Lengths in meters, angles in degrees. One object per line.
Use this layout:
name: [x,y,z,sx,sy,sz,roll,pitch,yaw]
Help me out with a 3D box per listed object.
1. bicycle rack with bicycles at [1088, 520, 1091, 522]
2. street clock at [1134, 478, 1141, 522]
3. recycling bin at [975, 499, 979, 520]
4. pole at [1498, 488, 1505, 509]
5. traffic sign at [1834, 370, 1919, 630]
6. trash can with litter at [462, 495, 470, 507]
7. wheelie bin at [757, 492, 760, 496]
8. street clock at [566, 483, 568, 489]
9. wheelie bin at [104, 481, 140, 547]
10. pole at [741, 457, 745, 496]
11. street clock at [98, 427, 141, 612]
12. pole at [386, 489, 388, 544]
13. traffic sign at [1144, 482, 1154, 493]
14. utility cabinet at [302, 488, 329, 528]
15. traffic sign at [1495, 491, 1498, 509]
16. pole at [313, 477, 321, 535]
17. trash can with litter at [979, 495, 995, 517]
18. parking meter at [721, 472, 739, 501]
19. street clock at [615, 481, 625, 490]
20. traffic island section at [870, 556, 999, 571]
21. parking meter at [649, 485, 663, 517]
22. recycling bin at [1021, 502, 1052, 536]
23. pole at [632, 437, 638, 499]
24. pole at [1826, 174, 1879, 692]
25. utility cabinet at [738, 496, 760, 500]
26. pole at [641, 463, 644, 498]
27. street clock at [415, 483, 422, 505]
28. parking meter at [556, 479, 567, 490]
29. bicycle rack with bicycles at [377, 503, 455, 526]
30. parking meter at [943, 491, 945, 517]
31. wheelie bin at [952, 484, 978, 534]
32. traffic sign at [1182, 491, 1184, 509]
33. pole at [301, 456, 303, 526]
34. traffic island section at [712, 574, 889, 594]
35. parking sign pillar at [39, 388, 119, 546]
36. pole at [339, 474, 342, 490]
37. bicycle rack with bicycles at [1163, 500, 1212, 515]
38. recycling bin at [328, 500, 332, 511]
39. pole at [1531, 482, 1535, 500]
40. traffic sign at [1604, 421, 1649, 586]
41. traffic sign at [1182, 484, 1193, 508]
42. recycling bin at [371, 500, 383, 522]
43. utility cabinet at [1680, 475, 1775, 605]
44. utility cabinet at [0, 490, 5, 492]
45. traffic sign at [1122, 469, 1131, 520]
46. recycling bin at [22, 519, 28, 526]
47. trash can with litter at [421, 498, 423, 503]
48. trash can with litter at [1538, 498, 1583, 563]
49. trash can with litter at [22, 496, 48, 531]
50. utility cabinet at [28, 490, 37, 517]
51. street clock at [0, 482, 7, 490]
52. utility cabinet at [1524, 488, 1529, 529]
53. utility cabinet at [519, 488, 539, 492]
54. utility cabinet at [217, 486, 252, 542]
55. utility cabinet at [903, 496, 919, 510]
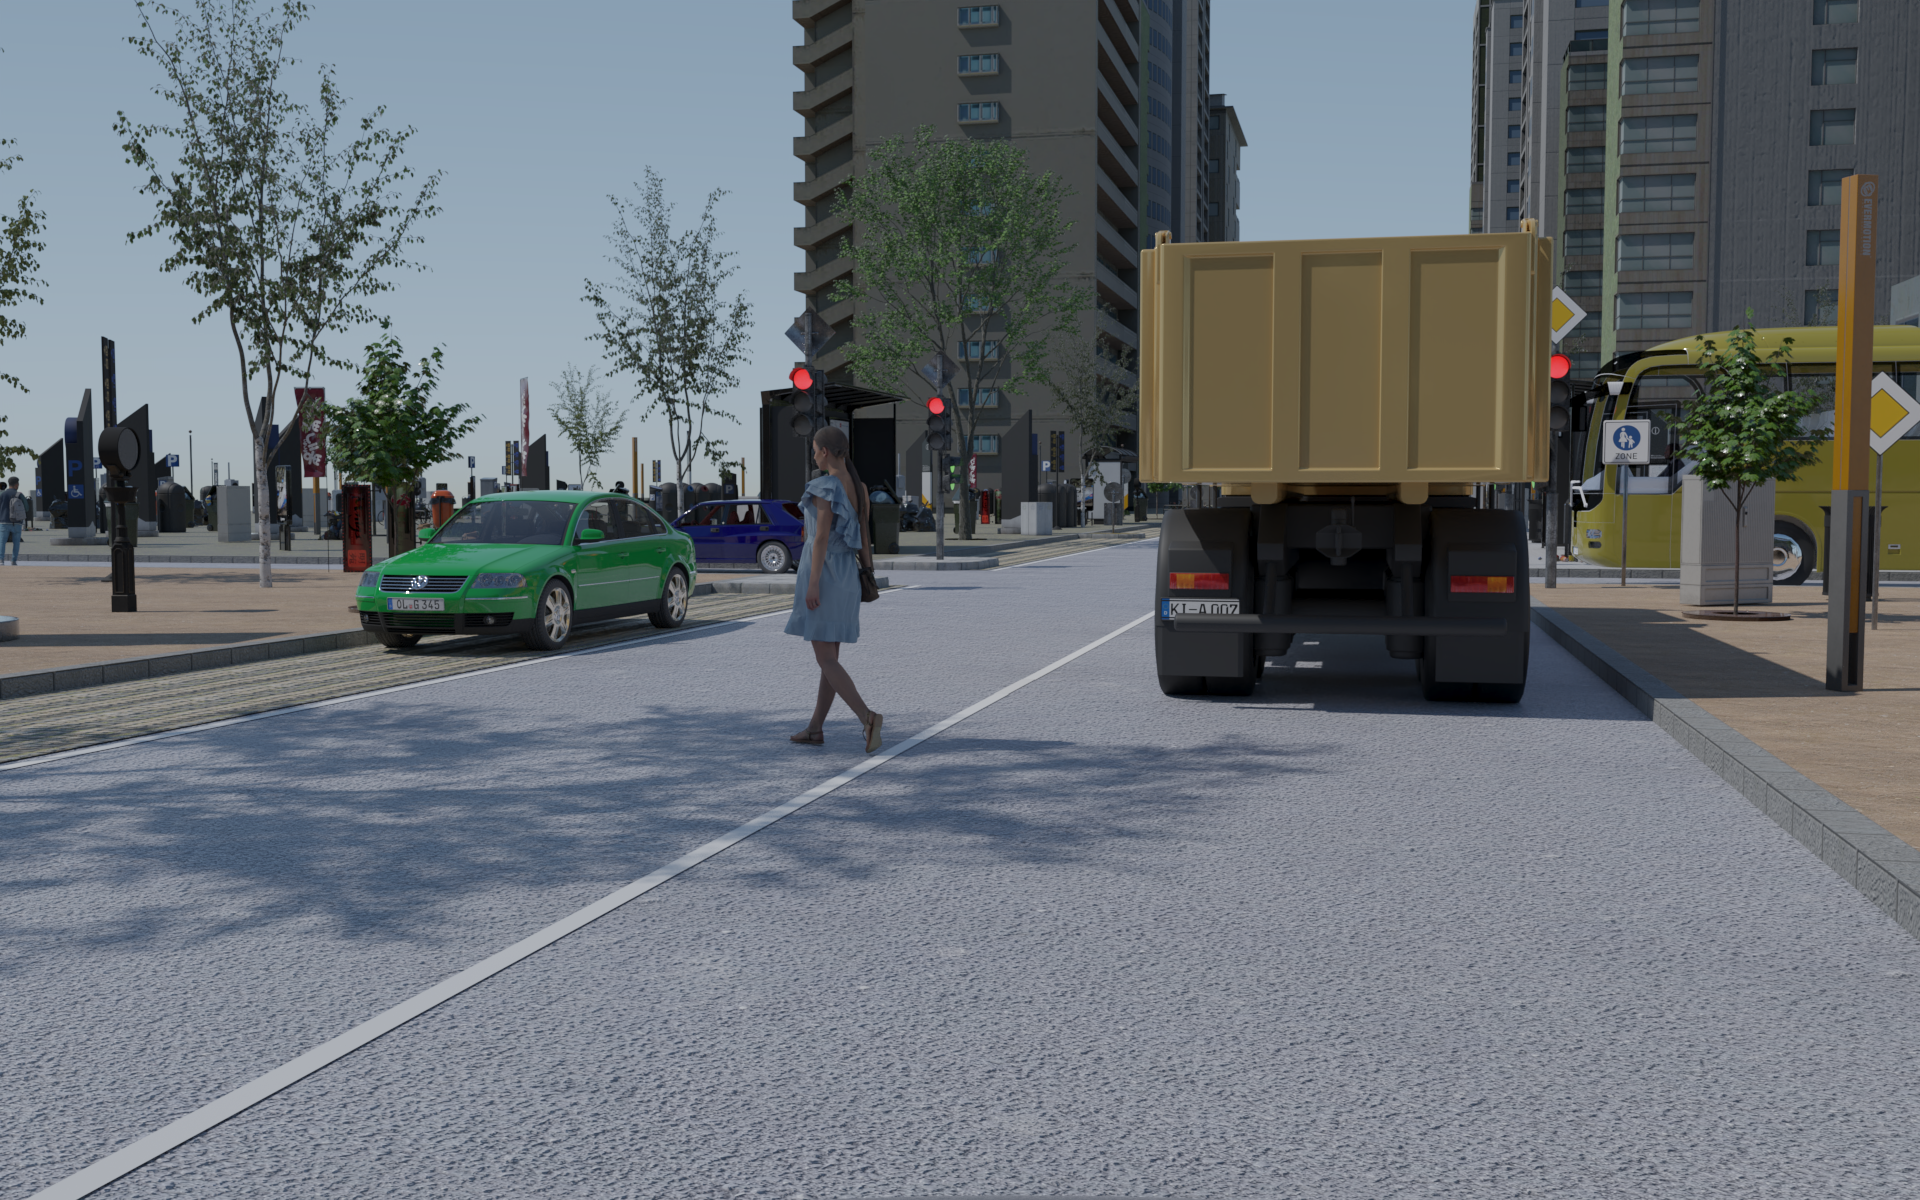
bicycle rack with bicycles: [4.700,-4.012,78.981,2.925,0.926,2.852,-1,4,-17]
street clock: [8.086,-4.548,78.923,0.358,2.002,0.471,1,4,21]
recycling bin: [0.475,-4.529,86.607,0.722,1.027,0.722,-2,4,-27]
pole: [13.988,-3.110,44.690,0.158,3.312,0.155,0,3,0]
traffic sign: [8.629,-0.923,16.280,0.795,2.450,0.064,1,4,21]
trash can with litter: [-24.732,-4.722,88.266,2.233,1.210,1.678,0,4,-6]
wheelie bin: [-7.438,-3.587,66.559,0.693,1.594,0.980,-2,4,-30]
street clock: [-24.662,-6.315,107.824,0.358,2.002,0.471,3,4,37]
wheelie bin: [-20.245,-2.077,41.873,0.693,1.594,0.980,-3,5,-43]
pole: [-12.038,-6.260,96.187,0.158,3.312,0.155,0,3,0]
street clock: [-9.100,-0.870,18.800,0.358,2.002,0.471,0,4,4]
pole: [-14.758,-3.118,44.825,0.158,3.312,0.155,0,3,0]
traffic sign: [8.840,-5.057,82.688,0.884,2.594,0.081,1,4,22]
utility cabinet: [-24.394,-3.455,65.167,0.318,1.500,1.173,3,5,40]
traffic sign: [12.402,-2.449,40.039,0.884,2.594,0.081,2,4,23]
pole: [-20.283,-3.714,54.567,0.158,3.312,0.155,0,3,0]
trash can with litter: [2.519,-5.516,101.243,2.233,1.210,1.678,3,5,41]
parking meter: [-5.525,-2.196,41.620,0.399,1.863,0.255,0,4,-5]
street clock: [-18.665,-5.536,95.079,0.471,2.002,0.358,1,4,22]
traffic island section: [-0.408,-0.707,33.836,2.009,0.180,2.903,1,4,14]
parking meter: [-8.482,-2.443,48.351,0.372,1.533,0.369,0,3,0]
recycling bin: [2.383,-2.524,53.824,0.722,1.027,0.722,-3,5,-43]
pole: [-11.633,-4.171,62.034,0.158,3.312,0.155,0,3,0]
pole: [5.774,-1.062,11.209,0.158,3.312,0.155,0,3,0]
utility cabinet: [-5.932,-2.337,49.368,0.306,1.237,1.020,-3,5,-44]
pole: [-21.091,-7.412,115.036,0.158,3.312,0.155,0,3,0]
street clock: [-29.075,-5.391,92.710,0.471,2.002,0.358,1,4,15]
parking meter: [-15.717,-3.832,68.362,0.399,1.863,0.255,-1,4,-11]
bicycle rack with bicycles: [-21.965,-3.523,70.976,2.925,0.926,2.852,2,4,25]
parking meter: [-1.029,-5.338,95.683,0.372,1.533,0.369,0,3,0]
wheelie bin: [0.170,-2.924,55.716,0.693,1.594,0.980,-2,4,-28]
traffic sign: [13.342,-6.337,103.715,0.768,2.556,0.104,1,4,20]
pole: [-22.747,-4.021,59.590,0.158,3.312,0.155,0,3,0]
traffic island section: [-2.281,-0.232,26.073,2.009,0.180,2.903,1,4,14]
parking sign pillar: [-22.138,-3.370,43.572,1.447,3.967,1.447,-1,4,-17]
pole: [-43.526,-7.822,121.737,0.158,3.312,0.155,0,3,0]
bicycle rack with bicycles: [13.602,-5.651,105.774,2.925,0.926,2.852,3,5,40]
recycling bin: [-26.229,-3.668,72.521,0.722,1.027,0.722,0,4,7]
pole: [23.749,-4.764,71.730,0.158,3.312,0.155,0,3,0]
traffic sign: [9.235,-1.340,24.045,0.606,2.300,0.079,1,4,23]
traffic sign: [12.147,-5.532,92.580,0.606,2.300,0.079,1,4,20]
recycling bin: [-27.274,-4.146,80.337,0.722,1.027,0.722,3,5,43]
utility cabinet: [8.867,-0.691,19.979,1.173,1.500,0.318,-2,4,-26]
utility cabinet: [-54.508,-5.517,98.886,0.318,1.500,1.173,1,4,9]
traffic sign: [8.146,-5.278,86.393,0.768,2.556,0.104,1,4,19]
recycling bin: [-37.588,-3.448,68.926,0.722,1.027,0.722,-1,4,-12]
trash can with litter: [-35.493,-6.255,113.321,2.233,1.210,1.678,-3,4,-38]
trash can with litter: [11.984,-1.358,33.258,1.678,1.210,2.233,3,4,39]
trash can with litter: [-32.532,-2.994,60.003,1.678,1.210,2.233,0,4,-7]
utility cabinet: [-50.314,-5.270,94.850,1.173,1.500,0.318,-3,5,-45]
street clock: [-55.790,-5.894,100.943,0.358,2.002,0.471,2,4,33]
utility cabinet: [20.373,-3.369,63.758,0.318,1.500,1.173,-2,4,-31]
utility cabinet: [-16.707,-3.520,66.239,1.173,1.500,0.318,0,4,-3]
utility cabinet: [-19.390,-2.298,46.251,0.318,1.500,1.173,0,4,6]
utility cabinet: [-1.751,-3.090,61.679,0.306,1.237,1.020,-1,4,-19]
